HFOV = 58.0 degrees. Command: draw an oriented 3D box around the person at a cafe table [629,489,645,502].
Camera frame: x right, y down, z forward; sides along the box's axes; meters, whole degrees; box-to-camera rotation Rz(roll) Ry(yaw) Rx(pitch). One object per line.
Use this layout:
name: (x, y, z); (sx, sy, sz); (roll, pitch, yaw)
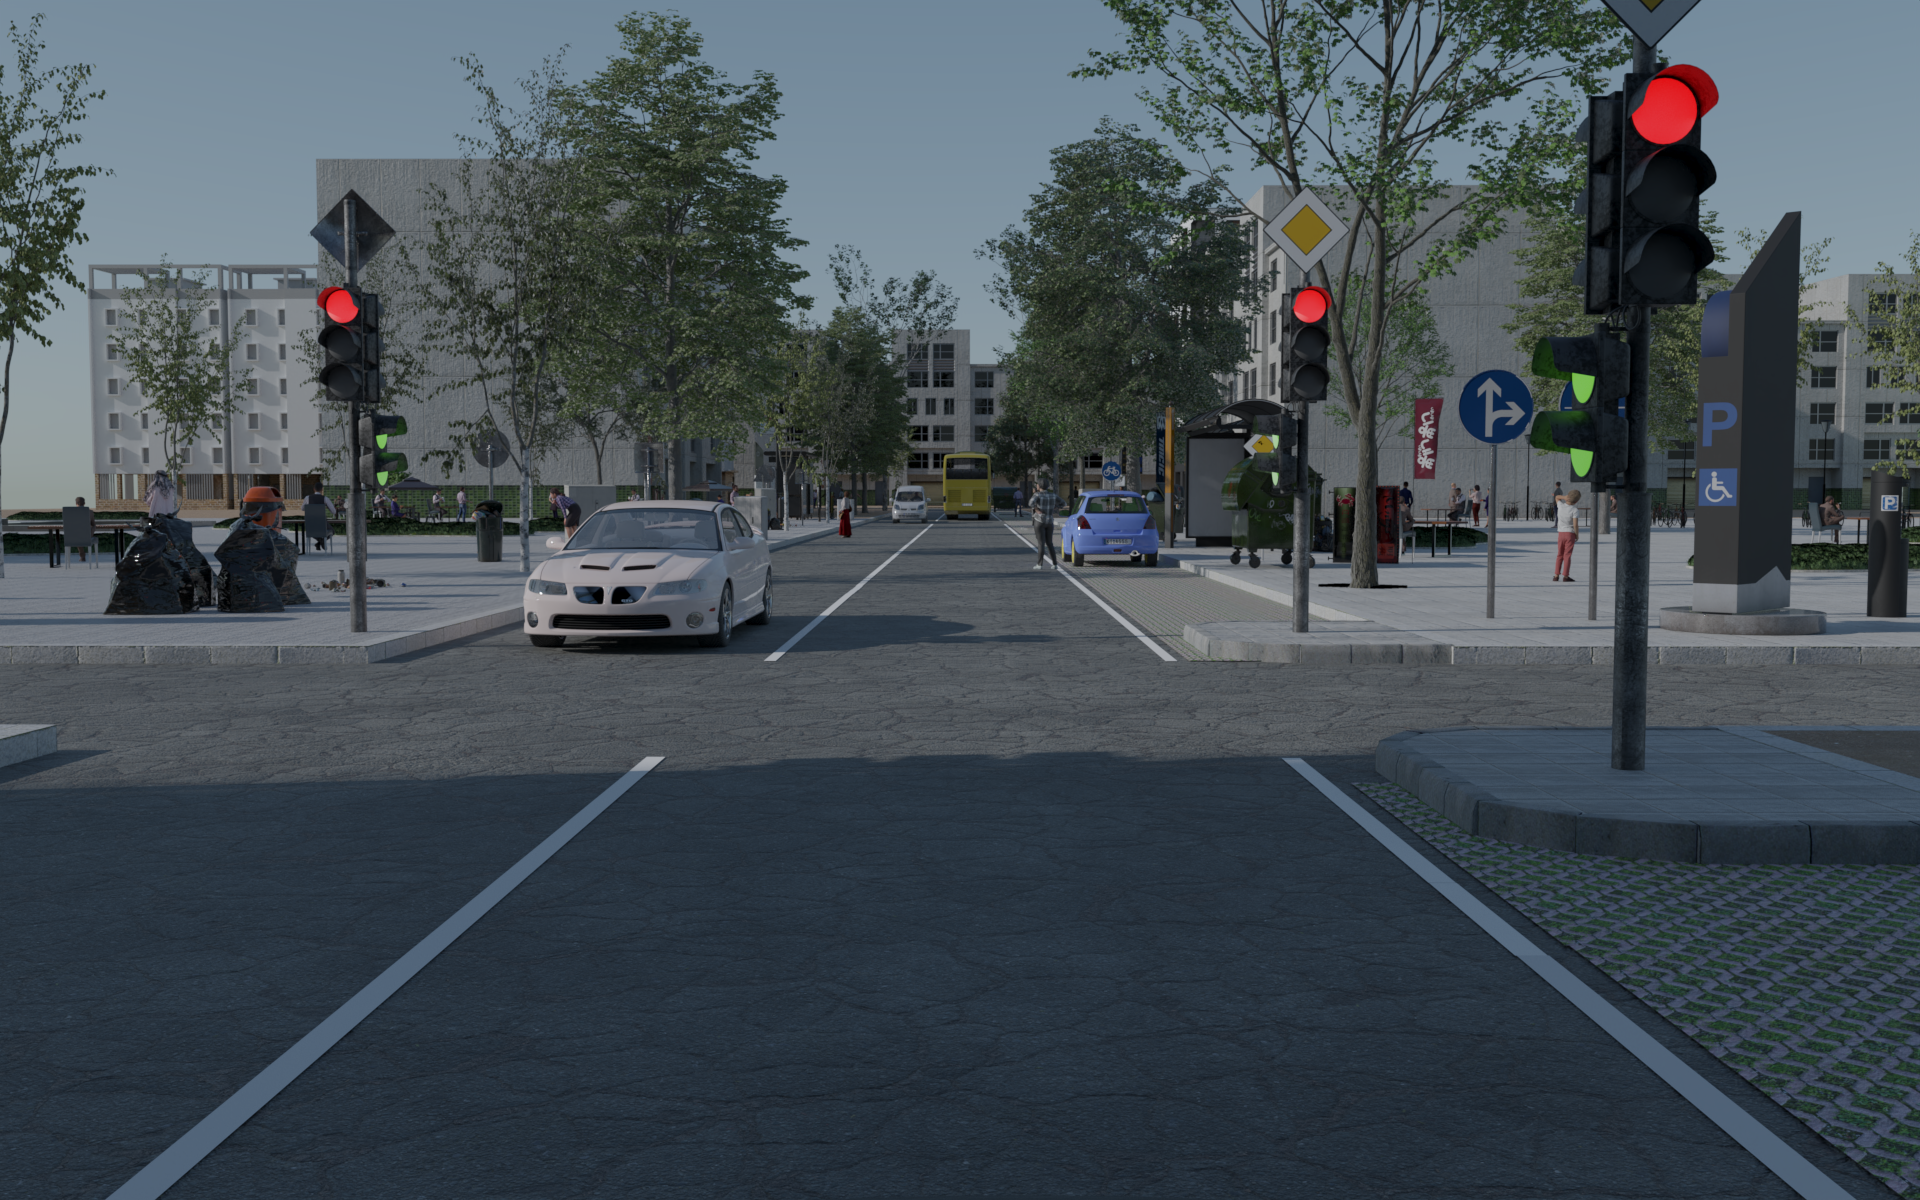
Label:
person at a cafe table: (-16.197, -4.657, 84.649); (1.698, 1.524, 1.622); (3, 5, 42)

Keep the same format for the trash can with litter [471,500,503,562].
trash can with litter: (-9.036, -1.320, 32.963); (0.624, 1.170, 1.055); (-1, 4, -23)

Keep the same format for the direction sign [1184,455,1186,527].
direction sign: (8.688, -4.564, 66.624); (0.379, 3.537, 0.876); (0, 4, 2)

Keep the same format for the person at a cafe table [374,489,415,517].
person at a cafe table: (-25.549, -4.206, 77.291); (1.622, 1.524, 1.698); (2, 4, 30)

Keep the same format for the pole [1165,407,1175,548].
pole: (4.946, -2.875, 40.845); (0.158, 3.312, 0.155); (0, 3, 0)

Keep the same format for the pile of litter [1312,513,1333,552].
pile of litter: (8.287, -1.515, 38.742); (1.176, 0.858, 1.719); (-1, 4, -11)

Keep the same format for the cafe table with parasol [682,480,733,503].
cafe table with parasol: (-12.244, -4.860, 84.328); (2.610, 1.966, 2.610); (0, 3, 0)

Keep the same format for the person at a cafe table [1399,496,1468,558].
person at a cafe table: (9.192, -1.498, 35.358); (1.698, 1.238, 1.726); (3, 5, 41)

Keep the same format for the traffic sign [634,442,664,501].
traffic sign: (-6.173, -1.974, 34.399); (0.606, 2.300, 0.079); (1, 4, 9)

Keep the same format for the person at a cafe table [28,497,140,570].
person at a cafe table: (-15.264, -1.181, 30.168); (1.698, 1.238, 1.726); (-1, 4, -19)

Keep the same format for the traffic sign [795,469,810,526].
traffic sign: (-6.385, -4.166, 70.238); (0.606, 2.300, 0.079); (0, 4, 4)

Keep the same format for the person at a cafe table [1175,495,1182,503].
person at a cafe table: (7.666, -3.235, 61.412); (1.698, 1.524, 1.622); (-2, 4, -26)

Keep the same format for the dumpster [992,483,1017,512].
dumpster: (3.513, -7.963, 135.143); (1.985, 2.255, 1.502); (0, 4, -1)

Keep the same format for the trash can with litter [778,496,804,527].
trash can with litter: (-6.938, -3.533, 68.827); (1.678, 1.210, 2.233); (0, 4, 1)

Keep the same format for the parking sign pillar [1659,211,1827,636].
parking sign pillar: (7.395, -1.700, 16.272); (1.447, 3.967, 1.447); (-3, 5, -45)

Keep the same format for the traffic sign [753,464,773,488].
traffic sign: (-8.563, -4.607, 75.330); (0.884, 2.594, 0.081); (0, 4, 6)

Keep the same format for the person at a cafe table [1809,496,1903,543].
person at a cafe table: (21.318, -1.878, 41.566); (1.726, 1.238, 1.698); (0, 4, 2)

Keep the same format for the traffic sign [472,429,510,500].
traffic sign: (-9.152, -2.061, 33.808); (0.768, 2.556, 0.104); (0, 4, 4)

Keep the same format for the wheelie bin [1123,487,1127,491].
wheelie bin: (8.035, -4.552, 82.340); (0.693, 1.594, 0.980); (-3, 5, -43)

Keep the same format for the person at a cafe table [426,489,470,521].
person at a cafe table: (-23.034, -4.225, 77.589); (1.622, 1.524, 1.698); (0, 4, 3)

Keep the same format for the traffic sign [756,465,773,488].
traffic sign: (-8.596, -4.646, 76.071); (0.768, 2.556, 0.104); (1, 4, 9)

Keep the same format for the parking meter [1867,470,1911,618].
parking meter: (9.697, -0.591, 18.080); (0.372, 1.533, 0.369); (0, 3, 0)

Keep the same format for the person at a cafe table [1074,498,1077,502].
person at a cafe table: (6.531, -4.635, 86.649); (1.726, 1.238, 1.698); (3, 5, 42)

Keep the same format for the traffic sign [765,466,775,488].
traffic sign: (-8.669, -4.751, 77.782); (0.768, 2.556, 0.104); (0, 4, 1)

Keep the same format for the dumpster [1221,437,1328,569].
dumpster: (5.496, -1.718, 30.585); (1.502, 2.255, 1.985); (0, 4, 0)

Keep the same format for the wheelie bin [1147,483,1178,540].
wheelie bin: (5.594, -2.459, 48.115); (0.693, 1.594, 0.980); (2, 4, 35)

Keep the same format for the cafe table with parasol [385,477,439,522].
cafe table with parasol: (-21.635, -3.884, 68.362); (2.610, 1.966, 2.610); (2, 4, 33)

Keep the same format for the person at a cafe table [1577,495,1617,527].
person at a cafe table: (25.177, -3.498, 68.046); (1.726, 1.238, 1.698); (3, 4, 39)

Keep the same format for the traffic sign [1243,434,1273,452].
traffic sign: (5.856, -2.054, 33.318); (0.795, 2.593, 0.064); (0, 4, 5)

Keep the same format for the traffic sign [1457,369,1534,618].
traffic sign: (5.480, -1.083, 17.814); (0.768, 2.556, 0.104); (0, 4, 4)

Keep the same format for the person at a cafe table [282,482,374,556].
person at a cafe table: (-13.376, -1.702, 36.341); (1.698, 1.524, 1.622); (-1, 4, -10)

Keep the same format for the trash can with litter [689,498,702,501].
trash can with litter: (-6.510, -2.027, 44.531); (1.055, 1.170, 0.624); (3, 5, 42)

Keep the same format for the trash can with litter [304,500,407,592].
trash can with litter: (-8.455, -0.771, 23.656); (1.678, 1.210, 2.233); (0, 4, -4)

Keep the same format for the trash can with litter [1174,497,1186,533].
trash can with litter: (6.888, -2.781, 56.861); (1.055, 1.170, 0.624); (3, 5, 40)

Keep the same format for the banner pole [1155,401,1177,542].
banner pole: (5.507, -3.454, 46.495); (0.863, 3.779, 0.401); (-3, 5, -44)

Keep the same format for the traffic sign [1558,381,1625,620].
traffic sign: (6.431, -1.066, 17.534); (0.768, 2.556, 0.104); (0, 4, 8)

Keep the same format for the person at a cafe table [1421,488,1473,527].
person at a cafe table: (18.409, -3.458, 65.053); (1.622, 1.524, 1.698); (0, 4, -7)

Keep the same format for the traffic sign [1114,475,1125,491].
traffic sign: (8.388, -5.454, 91.298); (0.606, 2.300, 0.079); (0, 4, 5)

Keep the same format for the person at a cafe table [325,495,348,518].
person at a cafe table: (-26.997, -3.880, 74.296); (1.698, 1.238, 1.726); (3, 4, 38)

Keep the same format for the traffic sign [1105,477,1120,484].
traffic sign: (7.750, -5.392, 88.258); (0.768, 2.556, 0.104); (0, 4, 1)

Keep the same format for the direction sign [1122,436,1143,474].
direction sign: (6.699, -4.614, 67.432); (0.876, 3.537, 0.379); (-1, 4, -18)

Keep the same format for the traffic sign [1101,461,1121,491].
traffic sign: (5.854, -4.092, 67.003); (0.768, 2.556, 0.104); (1, 4, 10)

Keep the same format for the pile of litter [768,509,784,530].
pile of litter: (-7.074, -2.929, 61.860); (1.719, 0.858, 1.176); (0, 4, -6)
